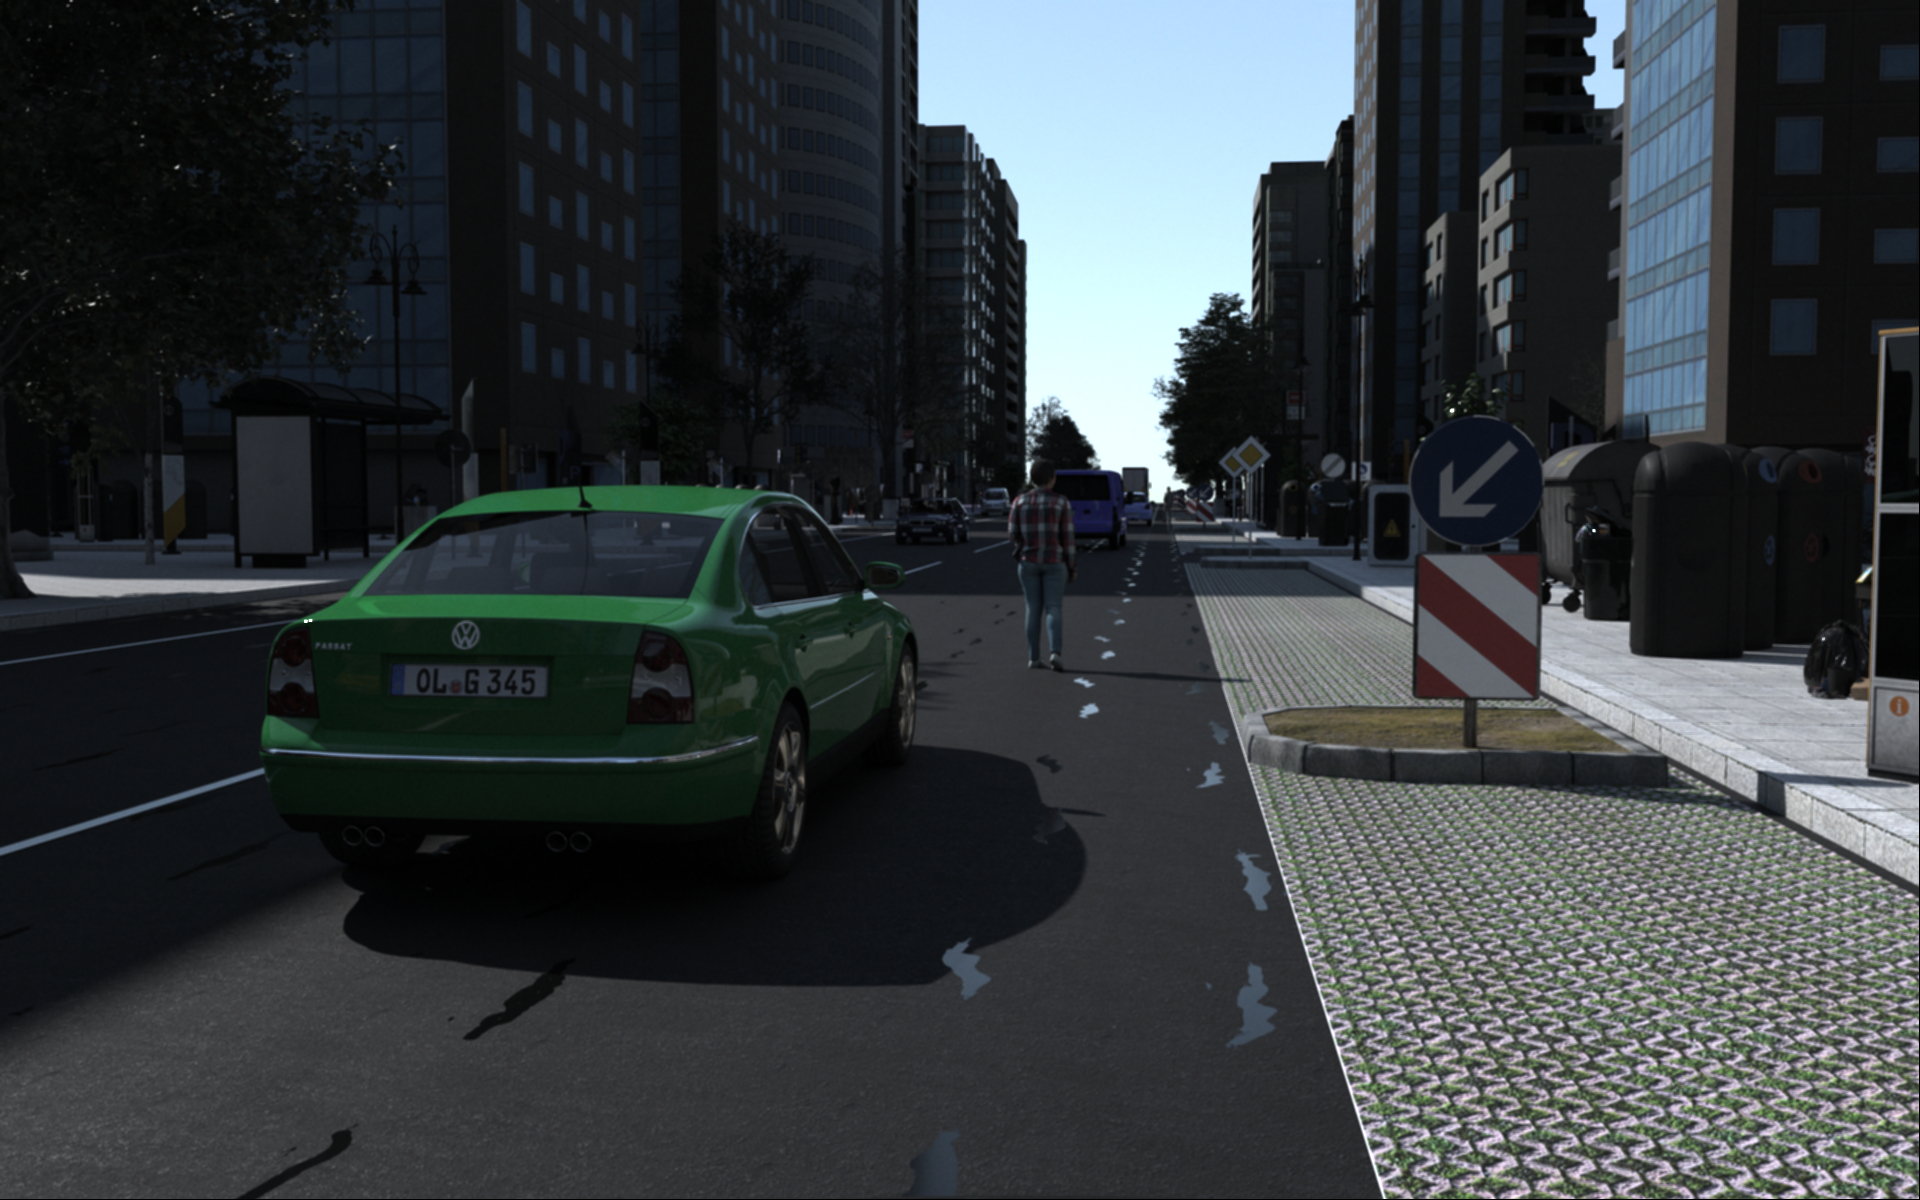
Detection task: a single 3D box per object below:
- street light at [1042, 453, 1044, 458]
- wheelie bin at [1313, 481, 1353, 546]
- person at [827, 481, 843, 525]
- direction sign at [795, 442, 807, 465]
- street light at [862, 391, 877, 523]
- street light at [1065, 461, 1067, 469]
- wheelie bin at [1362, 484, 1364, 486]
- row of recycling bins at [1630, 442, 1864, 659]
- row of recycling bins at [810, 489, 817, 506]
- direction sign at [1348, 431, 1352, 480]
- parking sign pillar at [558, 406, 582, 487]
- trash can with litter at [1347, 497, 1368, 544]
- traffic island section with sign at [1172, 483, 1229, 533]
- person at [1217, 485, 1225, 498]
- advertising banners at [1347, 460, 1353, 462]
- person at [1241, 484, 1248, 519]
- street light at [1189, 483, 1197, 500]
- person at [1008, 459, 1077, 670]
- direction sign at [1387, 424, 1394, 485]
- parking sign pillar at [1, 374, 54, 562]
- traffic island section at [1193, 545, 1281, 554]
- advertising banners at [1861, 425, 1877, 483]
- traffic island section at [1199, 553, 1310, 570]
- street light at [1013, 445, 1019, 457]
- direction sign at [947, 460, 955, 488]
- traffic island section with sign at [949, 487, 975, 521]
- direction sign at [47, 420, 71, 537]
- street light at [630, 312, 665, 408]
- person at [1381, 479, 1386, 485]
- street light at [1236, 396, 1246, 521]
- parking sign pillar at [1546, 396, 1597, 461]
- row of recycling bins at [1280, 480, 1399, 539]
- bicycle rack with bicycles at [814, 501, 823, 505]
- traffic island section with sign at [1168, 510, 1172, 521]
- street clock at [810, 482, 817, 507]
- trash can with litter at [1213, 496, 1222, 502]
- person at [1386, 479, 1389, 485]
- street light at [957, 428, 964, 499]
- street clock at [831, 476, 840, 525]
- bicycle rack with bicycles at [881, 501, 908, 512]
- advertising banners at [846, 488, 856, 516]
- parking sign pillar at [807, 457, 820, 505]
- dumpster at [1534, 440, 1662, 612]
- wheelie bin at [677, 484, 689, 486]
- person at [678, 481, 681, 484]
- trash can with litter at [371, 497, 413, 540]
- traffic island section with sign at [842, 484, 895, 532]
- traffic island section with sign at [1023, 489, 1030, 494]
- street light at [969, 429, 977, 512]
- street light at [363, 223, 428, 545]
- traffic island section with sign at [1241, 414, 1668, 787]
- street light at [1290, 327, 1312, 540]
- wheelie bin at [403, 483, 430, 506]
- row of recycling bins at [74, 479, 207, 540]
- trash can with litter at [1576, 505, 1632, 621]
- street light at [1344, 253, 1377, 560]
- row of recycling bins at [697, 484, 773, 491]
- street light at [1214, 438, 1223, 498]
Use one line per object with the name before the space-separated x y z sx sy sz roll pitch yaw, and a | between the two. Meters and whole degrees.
street light | 9.044 -13.238 189.224 0.468 5.910 1.993 0 4 7
wheelie bin | 9.210 -2.143 42.944 0.980 1.594 0.693 -1 4 -11
person | -5.280 -4.074 72.565 0.836 1.842 0.656 -3 4 -38
direction sign | -6.980 -5.151 76.219 0.379 3.537 0.876 -3 5 -41
street light | -4.047 -6.413 77.636 0.468 5.910 1.993 0 4 7
street light | 14.425 -16.107 236.135 0.468 5.910 1.993 0 4 7
wheelie bin | 12.933 -2.940 55.983 0.693 1.594 0.980 -1 4 -22
row of recycling bins | 6.720 -0.469 14.775 3.534 1.692 1.069 -3 5 -45
row of recycling bins | -9.096 -5.934 104.137 1.069 1.692 3.534 0 4 -6
direction sign | 14.102 -4.322 62.659 0.379 3.537 0.876 0 4 7
parking sign pillar | -11.763 -3.903 52.290 1.447 3.967 1.447 -2 4 -25
trash can with litter | 10.779 -2.112 45.591 2.233 1.210 1.678 -2 4 -27
traffic island section with sign | 9.010 -3.427 64.665 1.989 1.847 2.006 0 4 7
person | 17.266 -6.633 114.272 0.659 1.850 0.755 1 4 20
advertising banners | 20.830 -5.783 90.747 0.090 3.025 2.074 3 5 44
person | 14.849 -5.110 89.691 0.635 1.810 0.391 0 4 -3
street light | 27.957 -14.331 207.106 0.468 5.910 1.993 0 4 7
person | 0.671 -0.297 14.202 0.563 1.720 0.643 1 4 14
direction sign | 14.051 -3.948 56.547 0.379 3.537 0.876 2 4 24
parking sign pillar | -18.256 -2.737 33.226 1.447 3.967 1.447 -1 4 -23
traffic island section | 6.716 -1.221 42.246 2.009 0.180 2.903 0 4 7
advertising banners | 22.520 -2.949 44.396 2.074 3.025 0.090 2 4 24
traffic island section | 5.789 -0.736 34.314 2.009 0.180 2.903 0 4 7
street light | 5.027 -11.164 155.318 0.468 5.910 1.993 0 4 7
direction sign | -0.585 -7.608 116.394 0.379 3.537 0.876 2 4 35
traffic island section with sign | -0.250 -5.176 93.260 1.989 1.847 2.006 0 4 7
direction sign | -26.944 -3.643 51.556 0.876 3.537 0.379 -1 4 -16
street light | -7.948 -4.368 44.208 0.468 5.910 1.993 0 4 7
person | 15.900 -3.597 64.947 0.850 1.850 0.679 -1 4 -12
street light | 13.238 -6.656 81.611 0.468 5.910 1.993 0 4 7
parking sign pillar | 16.718 -3.599 47.310 1.447 3.967 1.447 0 4 7
row of recycling bins | 10.927 -2.664 50.677 3.534 1.692 1.069 3 5 44
bicycle rack with bicycles | -8.056 -4.862 92.880 2.852 0.926 2.925 1 4 9
traffic island section with sign | 12.187 -5.087 91.802 1.989 1.847 2.006 0 4 7
street clock | -8.505 -5.843 100.105 0.471 2.002 0.358 -1 4 -23
trash can with litter | 16.190 -5.840 106.875 1.055 1.170 0.624 -2 4 -32
person | 14.950 -3.323 60.475 0.616 1.811 0.778 3 5 43
street light | -0.060 -8.526 112.183 0.468 5.910 1.993 0 4 7
street clock | -5.083 -4.051 70.799 0.358 2.002 0.471 1 4 19
bicycle rack with bicycles | -3.089 -4.908 93.627 2.925 0.926 2.852 3 5 41
advertising banners | -6.220 -6.303 99.246 0.090 3.025 2.074 -1 4 -19
parking sign pillar | -9.837 -7.645 113.471 1.447 3.967 1.447 2 4 23
dumpster | 7.213 -0.831 19.339 1.264 1.857 1.865 0 4 6
wheelie bin | -8.900 -2.857 54.620 0.980 1.594 0.693 -1 4 -11
person | -9.953 -3.393 61.703 0.526 1.800 0.537 -2 4 -29
trash can with litter | -16.048 -2.335 49.239 1.678 1.210 2.233 1 4 18
traffic island section with sign | -3.376 -3.539 66.486 1.989 1.847 2.006 0 4 7
traffic island section with sign | 5.587 -8.226 143.122 1.989 1.847 2.006 0 4 7
street light | 0.896 -9.058 120.887 0.468 5.910 1.993 0 4 7
street light | -9.686 -3.490 29.850 0.468 5.910 1.993 0 4 7
traffic island section with sign | 2.568 -0.051 9.462 1.989 1.847 2.006 0 4 7
street light | 9.456 -4.611 48.170 0.468 5.910 1.993 0 4 7
wheelie bin | -16.269 -2.683 51.775 0.693 1.594 0.980 -3 5 -42
row of recycling bins | -23.260 -2.573 49.177 3.534 1.692 1.069 -1 4 -11
trash can with litter | 6.860 -0.384 17.666 1.055 1.170 0.624 1 4 11
street light | 7.711 -3.712 33.484 0.468 5.910 1.993 0 4 7
row of recycling bins | -9.638 -4.043 73.213 3.534 1.692 1.069 -2 4 -26
street light | 18.190 -9.184 122.947 0.468 5.910 1.993 0 4 7
